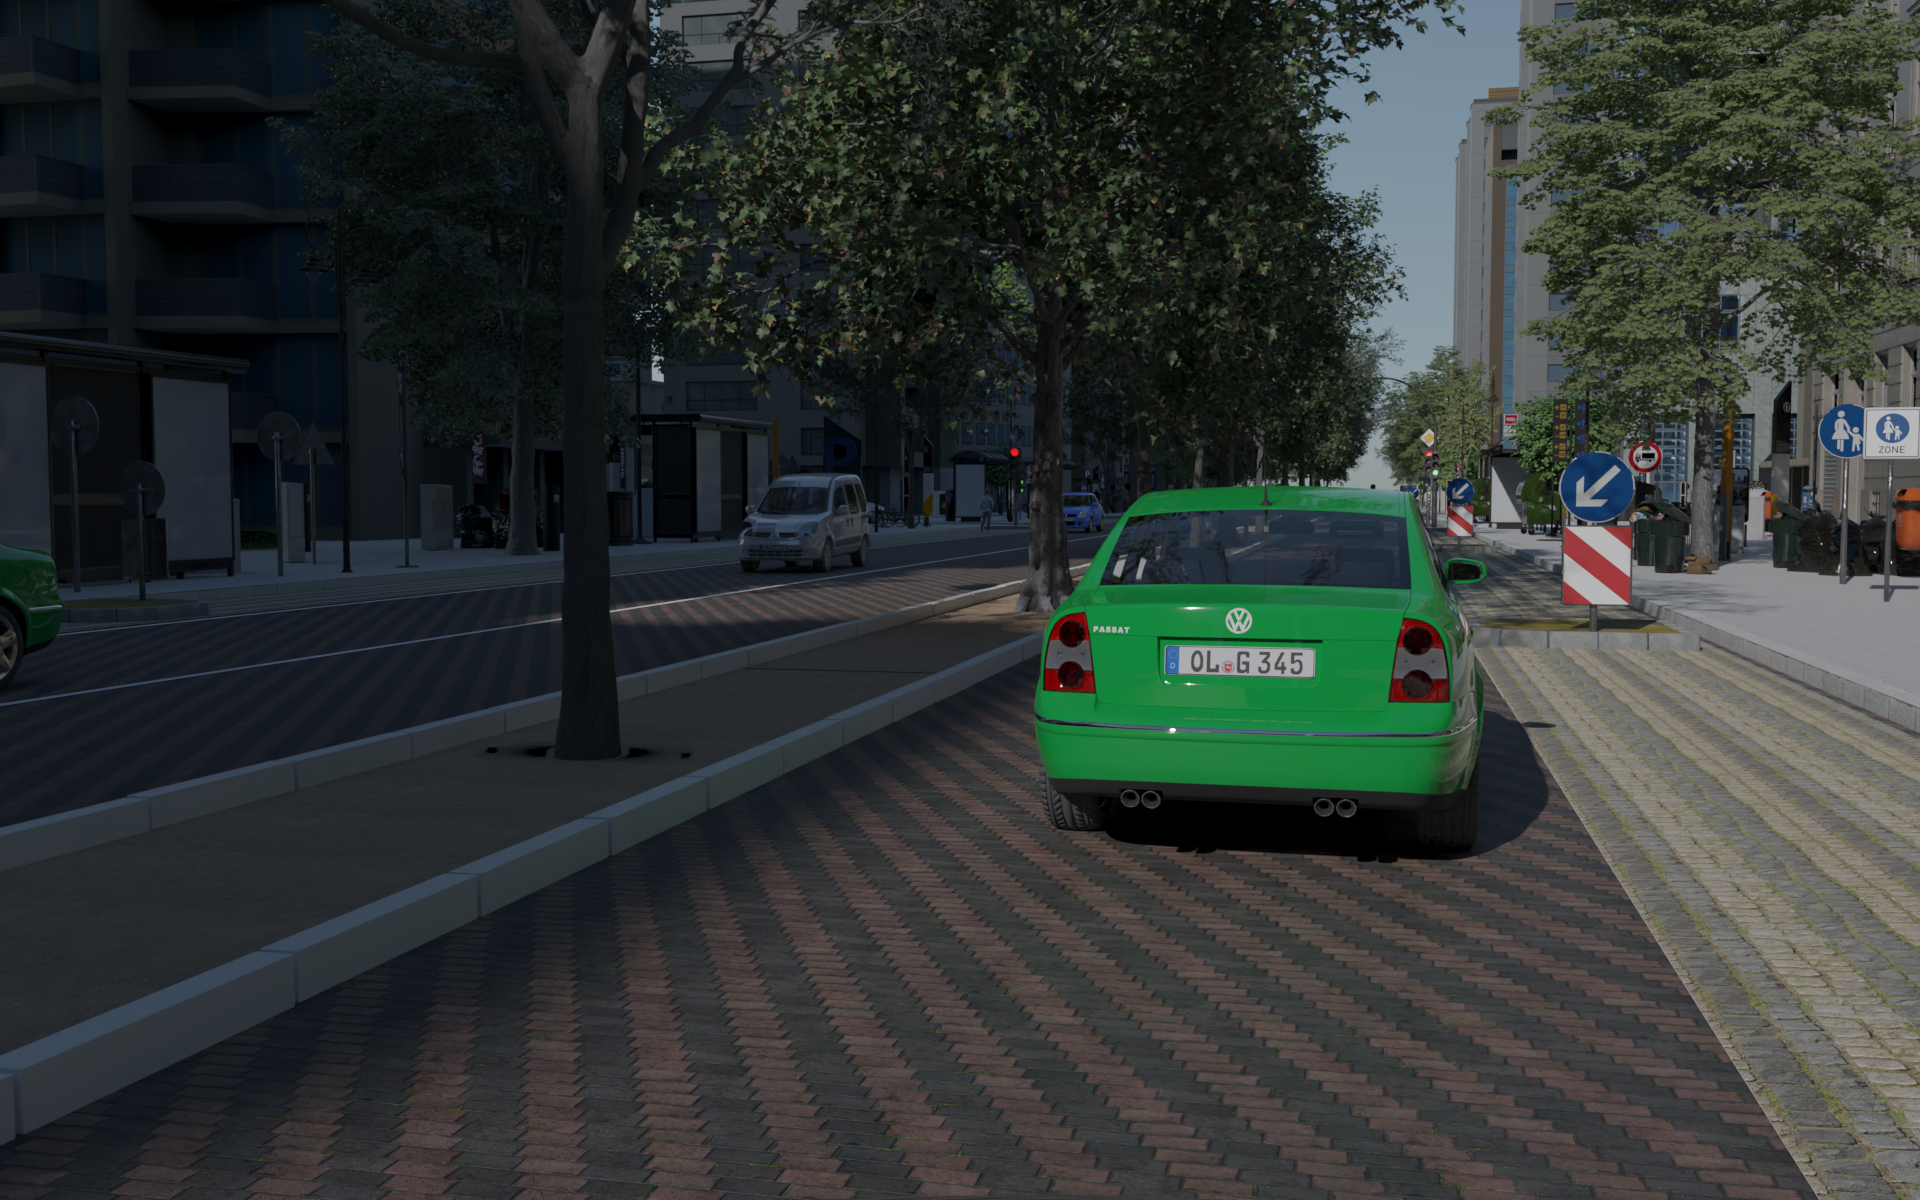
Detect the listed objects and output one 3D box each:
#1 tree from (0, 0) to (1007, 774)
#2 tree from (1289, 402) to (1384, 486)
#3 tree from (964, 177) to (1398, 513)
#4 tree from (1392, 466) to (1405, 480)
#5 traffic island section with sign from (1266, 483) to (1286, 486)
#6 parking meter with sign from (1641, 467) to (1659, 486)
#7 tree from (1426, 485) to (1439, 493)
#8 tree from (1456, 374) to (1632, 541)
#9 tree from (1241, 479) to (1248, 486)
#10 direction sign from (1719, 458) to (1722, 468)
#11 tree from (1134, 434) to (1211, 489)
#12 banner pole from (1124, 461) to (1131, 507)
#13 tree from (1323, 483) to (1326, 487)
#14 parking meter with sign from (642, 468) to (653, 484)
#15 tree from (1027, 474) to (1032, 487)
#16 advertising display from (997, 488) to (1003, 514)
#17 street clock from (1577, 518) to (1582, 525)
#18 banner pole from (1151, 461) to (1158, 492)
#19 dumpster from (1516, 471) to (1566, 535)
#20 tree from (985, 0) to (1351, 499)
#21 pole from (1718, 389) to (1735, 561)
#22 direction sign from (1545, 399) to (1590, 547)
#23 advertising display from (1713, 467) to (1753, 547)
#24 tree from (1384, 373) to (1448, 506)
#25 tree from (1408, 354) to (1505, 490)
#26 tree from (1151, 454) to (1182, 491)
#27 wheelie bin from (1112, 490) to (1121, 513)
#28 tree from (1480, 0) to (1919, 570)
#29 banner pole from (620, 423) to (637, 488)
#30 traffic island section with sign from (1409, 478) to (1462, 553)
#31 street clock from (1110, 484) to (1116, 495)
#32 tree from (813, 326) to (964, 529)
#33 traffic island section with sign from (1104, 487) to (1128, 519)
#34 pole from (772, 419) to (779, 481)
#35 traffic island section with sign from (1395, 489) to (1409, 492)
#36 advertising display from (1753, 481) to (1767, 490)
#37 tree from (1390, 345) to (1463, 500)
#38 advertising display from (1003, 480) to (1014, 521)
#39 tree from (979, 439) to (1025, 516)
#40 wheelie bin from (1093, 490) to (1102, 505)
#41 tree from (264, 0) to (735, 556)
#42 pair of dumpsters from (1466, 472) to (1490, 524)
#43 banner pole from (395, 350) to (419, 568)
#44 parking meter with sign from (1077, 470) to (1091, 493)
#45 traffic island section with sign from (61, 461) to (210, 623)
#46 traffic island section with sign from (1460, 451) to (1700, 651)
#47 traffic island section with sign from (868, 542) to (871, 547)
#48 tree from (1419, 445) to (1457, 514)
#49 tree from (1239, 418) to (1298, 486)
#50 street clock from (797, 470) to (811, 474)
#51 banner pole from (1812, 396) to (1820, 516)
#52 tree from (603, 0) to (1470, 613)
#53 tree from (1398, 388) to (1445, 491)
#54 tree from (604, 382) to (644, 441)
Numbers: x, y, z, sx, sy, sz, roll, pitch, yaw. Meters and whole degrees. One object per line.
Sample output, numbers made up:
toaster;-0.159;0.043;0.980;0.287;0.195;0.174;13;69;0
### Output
tree;-2.021;-5.893;9.175;12.009;13.543;11.850;0;3;0
tree;27.053;-13.534;130.401;9.857;13.997;8.962;0;3;0
tree;5.286;-6.254;39.120;8.767;10.594;7.601;1;4;13
tree;55.015;-15.939;210.968;4.737;8.622;4.395;0;3;0
traffic island section with sign;14.074;-4.143;75.879;2.006;1.907;1.989;1;4;13
parking meter with sign;37.552;-6.069;95.491;1.738;3.016;0.543;2;4;25
tree;45.441;-10.578;167.555;1.663;3.219;1.824;0;3;0
tree;16.652;-3.896;47.415;4.285;4.588;4.351;0;3;0
tree;32.175;-17.706;207.626;7.486;12.596;7.792;0;3;0
direction sign;47.905;-7.115;108.333;0.876;3.537;0.379;1;4;15
tree;17.791;-14.099;148.653;7.486;12.596;7.792;0;3;0
banner pole;12.726;-8.638;131.245;0.401;3.779;0.863;-3;5;-44
tree;30.844;-11.837;146.347;4.737;8.622;4.395;0;3;0
parking meter with sign;-15.498;-5.504;86.257;0.543;3.016;1.738;-3;5;-39
tree;4.413;-5.698;87.763;1.663;3.219;1.824;0;3;0
advertising display;2.573;-6.393;109.747;0.123;1.923;0.974;1;4;21
street clock;20.574;-3.230;57.373;0.358;2.002;0.471;-2;4;-30
banner pole;14.603;-8.563;130.014;0.401;3.779;0.863;-3;5;-45
dumpster;18.358;-3.181;54.503;1.502;2.255;1.985;1;4;13
tree;3.214;-6.247;30.345;9.928;11.665;9.643;0;3;0
pole;14.714;-2.409;33.223;0.158;3.312;0.155;0;3;0
direction sign;14.623;-3.028;41.507;0.876;3.537;0.379;0;4;-2
advertising display;18.688;-2.261;42.186;0.974;1.923;0.123;2;4;34
tree;48.690;-16.831;181.839;9.857;13.997;8.962;0;3;0
tree;26.674;-8.644;91.687;4.737;8.622;4.395;0;3;0
tree;16.435;-9.661;141.665;4.285;4.588;4.351;0;3;0
wheelie bin;10.797;-6.818;119.379;0.693;1.594;0.980;0;4;-5
tree;12.610;-6.759;28.644;7.486;12.596;7.792;0;3;0
banner pole;-10.751;-4.050;56.235;0.863;3.779;0.401;-2;4;-29
traffic island section with sign;12.275;-2.105;43.041;1.989;1.847;2.006;1;4;13
street clock;11.422;-7.633;129.362;0.358;2.002;0.471;-2;4;-28
tree;-1.985;-7.900;63.584;8.767;10.594;7.601;2;4;24
traffic island section with sign;9.411;-5.622;100.553;1.989;1.847;2.006;1;4;13
pole;-5.004;-3.255;47.060;0.158;3.312;0.155;0;3;0
traffic island section with sign;25.123;-5.377;96.536;1.989;1.847;2.006;1;4;13
advertising display;38.161;-4.751;82.896;0.123;1.923;0.974;-1;4;-23
tree;37.150;-13.087;132.103;7.486;12.596;7.792;0;3;0
advertising display;2.567;-5.200;90.240;0.123;1.923;0.974;-1;4;-13
tree;2.476;-7.334;103.616;4.285;4.588;4.351;0;3;0
wheelie bin;9.449;-6.831;119.598;0.693;1.594;0.980;1;4;15
tree;-9.226;-7.919;36.123;9.857;13.997;8.962;0;3;0
pair of dumpsters;23.199;-4.549;76.877;1.574;2.255;4.437;1;4;14
banner pole;-9.632;-2.443;29.960;0.401;3.779;0.863;-1;4;-10
parking meter with sign;8.983;-8.068;128.176;0.543;3.016;1.738;-2;4;-27
traffic island section with sign;-9.919;-0.703;20.115;1.989;1.847;2.006;1;4;13
traffic island section with sign;5.972;-0.501;16.826;1.989;1.847;2.006;1;4;13
traffic island section with sign;-3.493;-2.336;46.826;1.989;1.847;2.006;1;4;13
tree;28.607;-7.067;99.254;4.285;4.588;4.351;0;3;0
tree;9.071;-6.227;54.632;4.360;8.622;3.978;0;3;0
street clock;-4.611;-2.859;51.310;0.471;2.002;0.358;-1;4;-8
banner pole;21.818;-3.315;44.213;0.401;3.779;0.863;2;4;27
tree;1.055;-6.192;20.699;9.611;12.733;9.660;0;3;0
tree;41.264;-13.350;152.685;7.601;10.594;8.767;0;4;-2
tree;-19.951;-9.015;97.754;4.737;8.622;4.395;0;3;0
